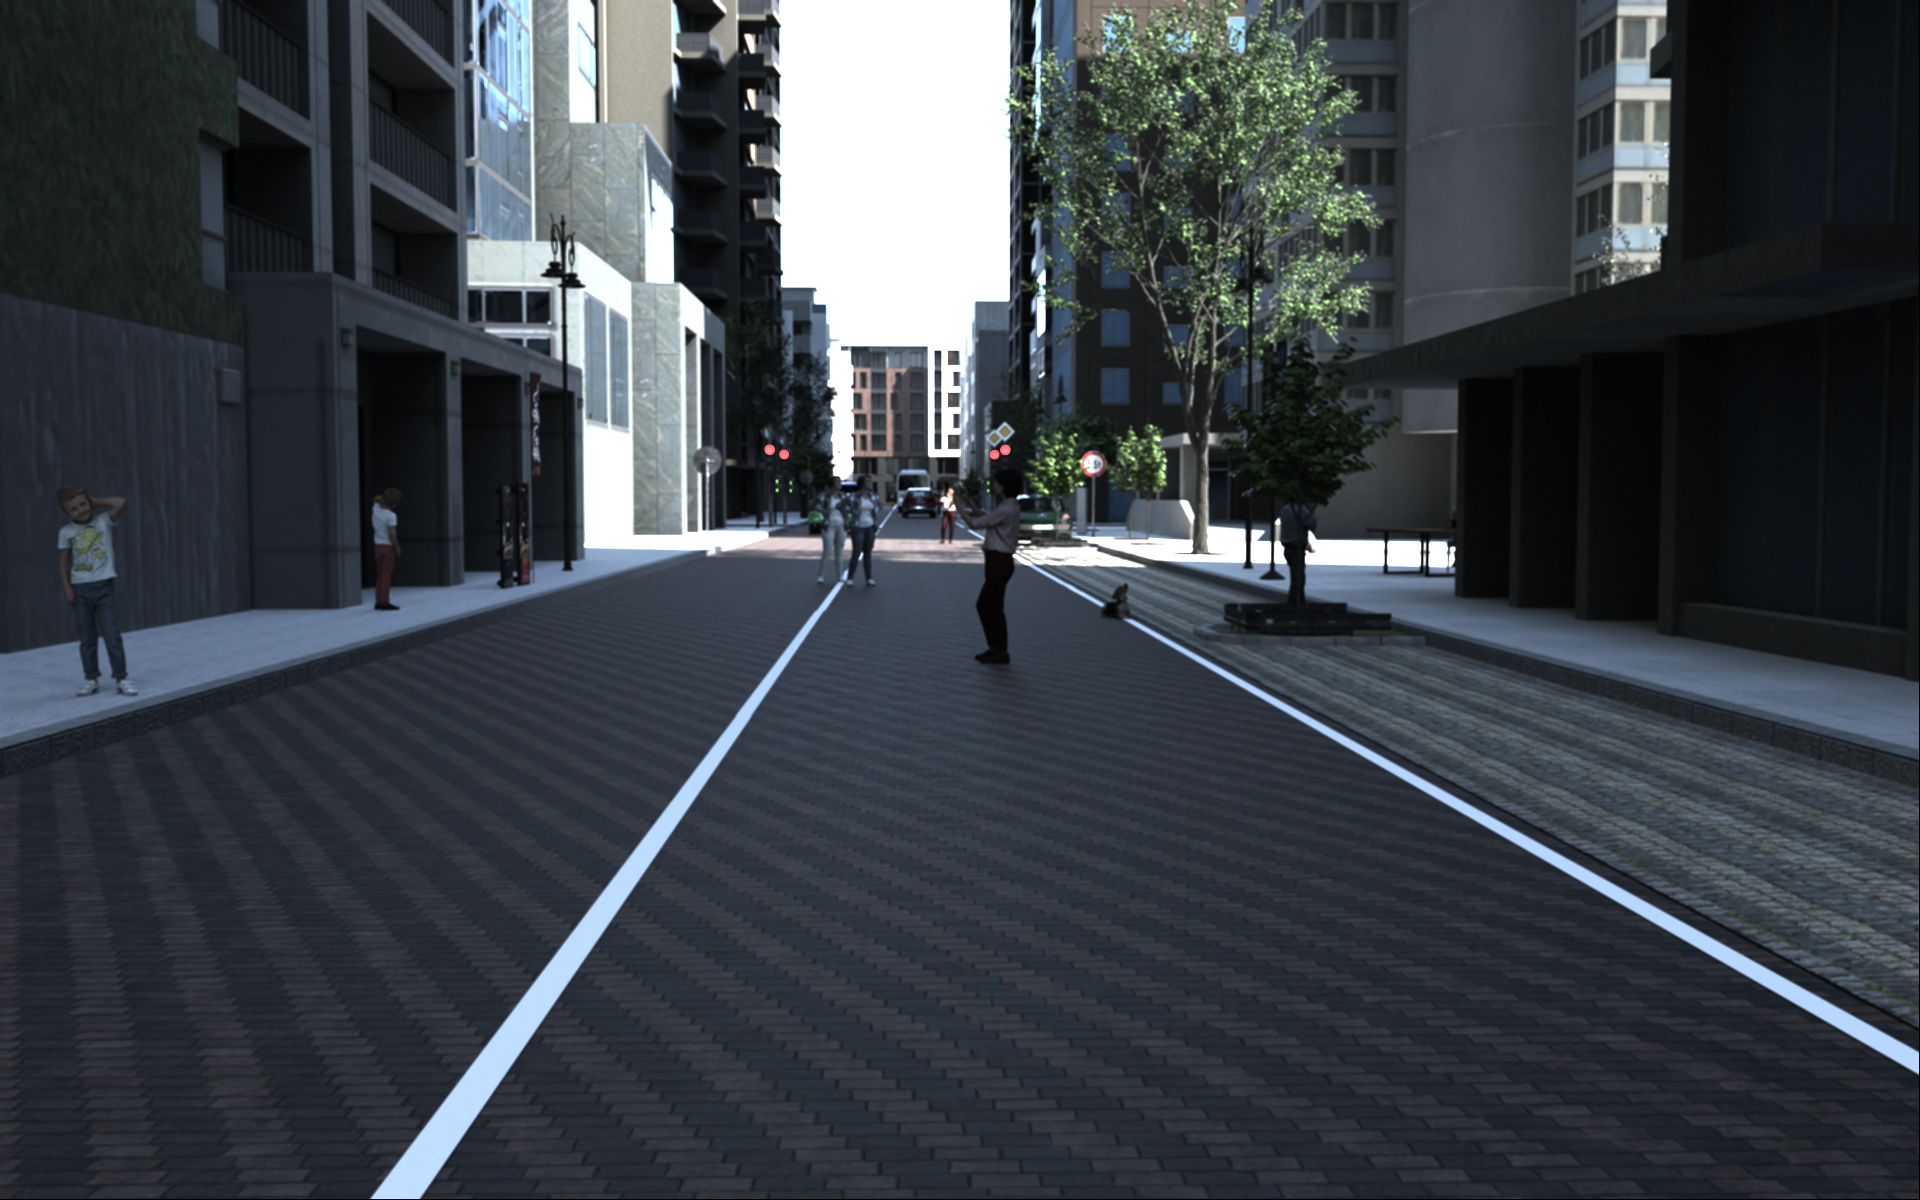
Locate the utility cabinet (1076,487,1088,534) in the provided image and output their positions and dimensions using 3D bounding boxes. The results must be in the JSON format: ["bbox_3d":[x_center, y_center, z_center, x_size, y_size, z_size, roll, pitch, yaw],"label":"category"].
[{"bbox_3d":[3.879,-2.826,54.887,0.318,1.500,1.173,0,4,7],"label":"utility cabinet"}]

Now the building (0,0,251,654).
[{"bbox_3d":[-14.605,-20.010,10.757,14.154,41.232,14.086,0,4,-2],"label":"building"}]

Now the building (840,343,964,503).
[{"bbox_3d":[-6.829,-24.726,248.244,32.646,21.610,27.936,0,4,-2],"label":"building"}]

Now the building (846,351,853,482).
[{"bbox_3d":[-20.820,-21.413,206.523,16.016,20.091,11.380,0,4,-2],"label":"building"}]

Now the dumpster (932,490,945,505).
[{"bbox_3d":[-2.603,-11.630,198.363,1.865,1.857,1.264,0,4,-2],"label":"dumpster"}]

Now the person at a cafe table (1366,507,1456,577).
[{"bbox_3d":[7.702,-1.023,27.582,1.726,1.238,1.698,-2,4,-23],"label":"person at a cafe table"}]

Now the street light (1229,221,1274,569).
[{"bbox_3d":[4.954,-3.475,29.596,0.468,5.910,1.993,0,4,-2],"label":"street light"}]

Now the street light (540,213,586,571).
[{"bbox_3d":[-6.578,-3.430,28.864,0.468,5.910,1.993,0,4,-2],"label":"street light"}]

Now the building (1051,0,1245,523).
[{"bbox_3d":[11.888,-26.369,81.239,14.200,45.320,14.600,0,4,-2],"label":"building"}]

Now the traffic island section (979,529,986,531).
[{"bbox_3d":[1.503,-3.228,75.066,2.009,0.180,2.903,0,4,-2],"label":"traffic island section"}]

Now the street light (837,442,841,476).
[{"bbox_3d":[-10.400,-10.787,149.162,0.468,5.910,1.993,0,4,-2],"label":"street light"}]

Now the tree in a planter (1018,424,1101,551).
[{"bbox_3d":[2.484,-2.864,44.049,1.991,3.239,1.994,0,4,-2],"label":"tree in a planter"}]

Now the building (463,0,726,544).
[{"bbox_3d":[-24.046,-45.208,51.824,31.000,86.520,22.319,0,4,-2],"label":"building"}]

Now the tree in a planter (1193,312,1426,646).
[{"bbox_3d":[3.368,-1.217,17.120,1.991,3.239,1.994,0,4,-2],"label":"tree in a planter"}]

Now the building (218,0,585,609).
[{"bbox_3d":[-17.439,-36.014,27.077,20.563,71.187,20.611,0,4,-2],"label":"building"}]

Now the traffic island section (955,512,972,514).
[{"bbox_3d":[-0.165,-6.360,126.849,1.991,0.108,1.994,0,4,-2],"label":"traffic island section"}]

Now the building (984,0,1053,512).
[{"bbox_3d":[13.489,-48.928,112.643,22.319,86.520,31.000,0,4,-2],"label":"building"}]

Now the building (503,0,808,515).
[{"bbox_3d":[-21.868,-42.339,130.494,20.563,71.187,20.611,0,4,-2],"label":"building"}]

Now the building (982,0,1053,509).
[{"bbox_3d":[12.536,-42.850,138.851,20.563,71.187,20.611,0,4,-2],"label":"building"}]

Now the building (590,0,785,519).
[{"bbox_3d":[-21.671,-27.155,98.612,22.147,44.769,28.867,0,4,-2],"label":"building"}]

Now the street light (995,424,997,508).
[{"bbox_3d":[2.339,-8.554,112.653,0.468,5.910,1.993,0,4,-2],"label":"street light"}]

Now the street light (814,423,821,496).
[{"bbox_3d":[-9.210,-8.514,111.992,0.468,5.910,1.993,0,4,-2],"label":"street light"}]

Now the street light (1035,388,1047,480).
[{"bbox_3d":[3.513,-6.308,75.930,0.468,5.910,1.993,0,4,-2],"label":"street light"}]

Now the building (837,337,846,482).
[{"bbox_3d":[-21.396,-20.708,194.989,16.016,20.091,11.380,0,4,-2],"label":"building"}]

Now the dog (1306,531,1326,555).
[{"bbox_3d":[7.430,-1.352,36.482,0.800,0.831,0.513,1,4,17],"label":"dog"}]

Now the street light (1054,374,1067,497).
[{"bbox_3d":[3.862,-5.742,66.675,0.468,5.910,1.993,0,4,-2],"label":"street light"}]

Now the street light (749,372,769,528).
[{"bbox_3d":[-7.691,-5.683,65.708,0.468,5.910,1.993,0,4,-2],"label":"street light"}]

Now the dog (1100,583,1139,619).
[{"bbox_3d":[1.889,0.003,20.152,0.550,0.427,0.748,1,4,21],"label":"dog"}]

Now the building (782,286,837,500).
[{"bbox_3d":[-19.562,-18.297,155.568,16.016,20.091,11.380,0,4,-2],"label":"building"}]

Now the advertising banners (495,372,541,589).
[{"bbox_3d":[-6.156,-1.720,24.305,0.090,3.025,2.074,0,4,3],"label":"advertising banners"}]

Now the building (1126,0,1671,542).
[{"bbox_3d":[22.225,-22.138,53.831,32.217,40.220,23.993,0,4,-2],"label":"building"}]

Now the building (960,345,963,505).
[{"bbox_3d":[8.817,-20.293,198.244,16.747,18.905,31.486,0,4,-2],"label":"building"}]

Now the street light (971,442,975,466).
[{"bbox_3d":[1.101,-10.825,149.774,0.468,5.910,1.993,0,4,-2],"label":"street light"}]

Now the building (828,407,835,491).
[{"bbox_3d":[-17.220,-14.282,175.660,9.099,9.664,28.070,0,4,-2],"label":"building"}]

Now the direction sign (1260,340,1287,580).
[{"bbox_3d":[4.702,-2.077,25.964,0.379,3.537,0.876,-1,4,-11],"label":"direction sign"}]

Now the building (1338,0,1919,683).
[{"bbox_3d":[16.221,-21.622,8.148,22.147,44.769,28.867,0,4,-2],"label":"building"}]

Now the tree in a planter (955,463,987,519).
[{"bbox_3d":[0.705,-6.275,99.824,1.991,3.239,1.994,0,4,-2],"label":"tree in a planter"}]

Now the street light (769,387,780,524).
[{"bbox_3d":[-8.007,-6.244,74.877,0.468,5.910,1.993,0,4,-2],"label":"street light"}]

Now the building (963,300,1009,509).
[{"bbox_3d":[9.429,-18.371,166.820,16.747,18.905,31.486,0,4,-2],"label":"building"}]
